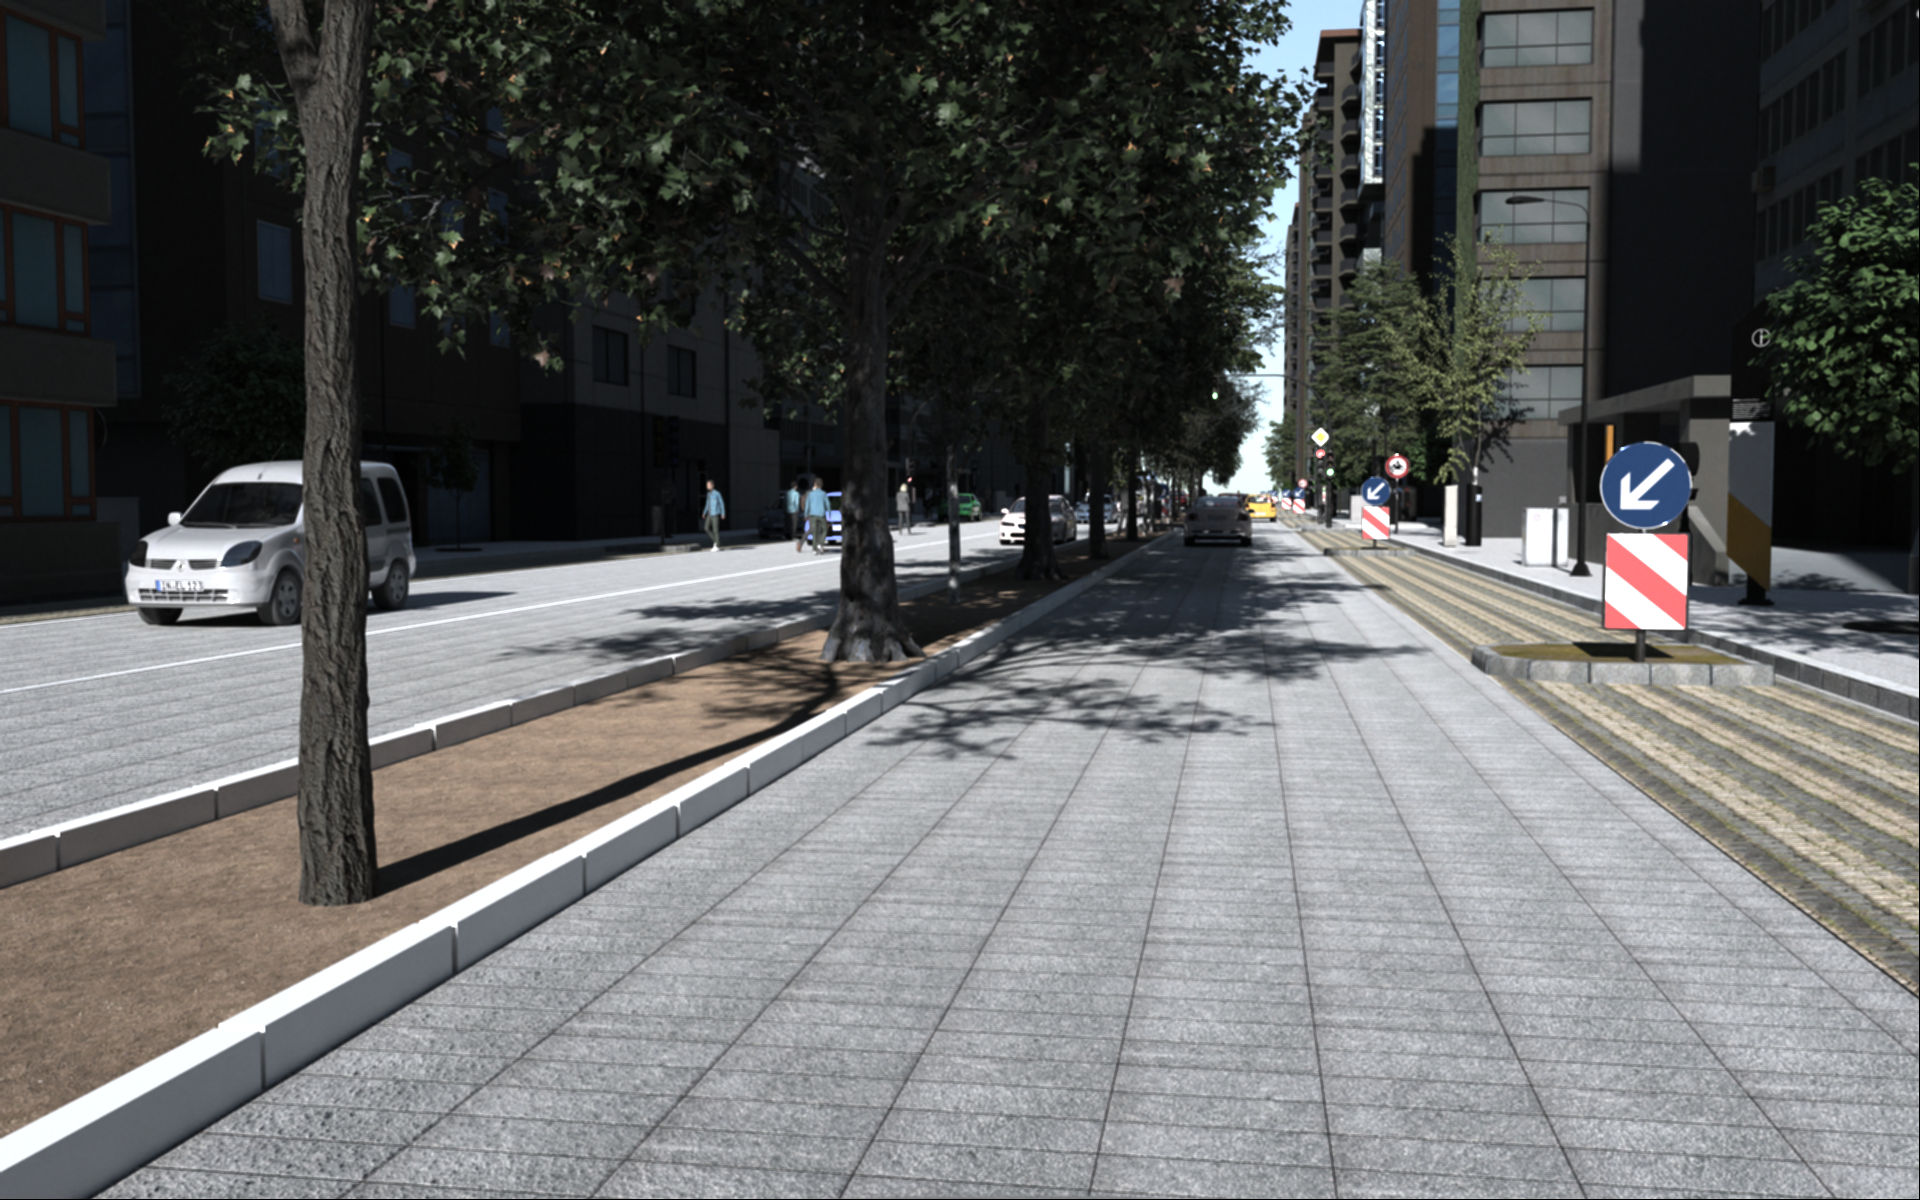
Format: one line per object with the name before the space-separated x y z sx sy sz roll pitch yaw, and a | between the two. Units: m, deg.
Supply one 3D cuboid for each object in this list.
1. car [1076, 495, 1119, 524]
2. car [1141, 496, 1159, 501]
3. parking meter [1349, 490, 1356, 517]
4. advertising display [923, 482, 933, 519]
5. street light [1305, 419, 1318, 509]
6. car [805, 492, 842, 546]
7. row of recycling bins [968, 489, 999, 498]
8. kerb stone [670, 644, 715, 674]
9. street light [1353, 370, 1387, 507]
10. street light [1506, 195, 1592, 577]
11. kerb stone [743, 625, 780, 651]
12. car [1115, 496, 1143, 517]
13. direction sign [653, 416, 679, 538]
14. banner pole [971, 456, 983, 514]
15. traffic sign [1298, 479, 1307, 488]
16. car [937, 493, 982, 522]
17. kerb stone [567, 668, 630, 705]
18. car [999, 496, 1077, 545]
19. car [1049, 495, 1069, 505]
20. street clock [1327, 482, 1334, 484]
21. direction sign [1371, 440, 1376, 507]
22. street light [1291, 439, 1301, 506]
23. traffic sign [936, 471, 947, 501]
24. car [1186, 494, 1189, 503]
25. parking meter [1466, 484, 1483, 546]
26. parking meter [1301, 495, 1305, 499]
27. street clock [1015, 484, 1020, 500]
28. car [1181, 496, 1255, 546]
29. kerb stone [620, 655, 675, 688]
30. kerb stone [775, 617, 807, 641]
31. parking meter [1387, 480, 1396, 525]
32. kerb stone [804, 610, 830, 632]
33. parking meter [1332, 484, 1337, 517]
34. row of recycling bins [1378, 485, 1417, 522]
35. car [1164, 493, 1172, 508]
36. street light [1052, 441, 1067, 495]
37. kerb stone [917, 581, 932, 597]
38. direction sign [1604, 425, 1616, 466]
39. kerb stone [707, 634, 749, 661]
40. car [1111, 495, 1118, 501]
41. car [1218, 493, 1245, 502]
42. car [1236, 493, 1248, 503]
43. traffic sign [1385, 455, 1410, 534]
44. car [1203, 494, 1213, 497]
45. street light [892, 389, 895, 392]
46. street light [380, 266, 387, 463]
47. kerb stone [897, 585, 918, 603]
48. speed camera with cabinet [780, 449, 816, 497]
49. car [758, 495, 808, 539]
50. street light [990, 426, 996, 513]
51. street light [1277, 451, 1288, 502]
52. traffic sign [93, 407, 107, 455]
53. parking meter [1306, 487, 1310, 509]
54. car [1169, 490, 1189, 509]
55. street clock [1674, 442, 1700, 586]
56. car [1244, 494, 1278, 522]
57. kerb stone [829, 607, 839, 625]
car | 6.723 -4.430 84.436 2.014 1.417 4.499 1 4 10
car | 14.411 -7.378 130.423 2.009 1.686 4.222 1 4 11
parking meter | 21.640 -5.326 95.493 0.372 1.533 0.369 0 3 0
advertising display | -1.690 -5.259 91.205 0.123 1.923 0.974 2 4 27
street light | 22.352 -8.274 107.816 1.470 5.913 1.316 1 4 9
car | -3.240 -2.424 49.230 1.945 1.707 3.694 1 4 9
row of recycling bins | 1.623 -7.909 136.424 3.534 1.692 1.069 -3 4 -36
kerb stone | -2.227 0.498 14.144 0.120 0.150 1.000 1 4 9
street light | 15.440 -5.661 65.103 1.470 5.913 1.316 1 4 9
street light | 9.188 -3.333 27.037 1.470 5.913 1.316 1 4 9
kerb stone | -1.899 0.369 16.168 0.120 0.150 1.000 1 4 9
car | 10.594 -5.947 109.594 2.083 1.381 4.827 1 4 11
direction sign | -8.532 -3.568 50.331 0.876 3.537 0.379 2 4 24
banner pole | 1.099 -7.589 114.098 0.863 3.779 0.401 1 4 23
traffic sign | 28.682 -8.859 144.957 0.768 2.556 0.104 1 4 17
car | -0.008 -4.904 88.984 1.959 1.807 4.718 1 4 9
kerb stone | -2.562 0.617 12.123 0.120 0.150 1.000 1 4 9
car | 2.303 -2.315 50.207 2.083 1.381 4.827 1 4 10
car | 5.386 -5.504 102.347 2.083 1.381 4.827 1 4 10
street clock | 21.535 -5.878 100.668 0.471 2.002 0.358 -3 5 -41
direction sign | 17.560 -4.988 73.548 0.379 3.537 0.876 1 4 23
street light | 28.772 -10.659 146.819 1.470 5.913 1.316 1 4 9
traffic sign | -0.949 -5.779 94.597 0.768 2.556 0.104 1 4 17
car | 24.267 -11.052 189.499 1.959 1.807 4.718 1 4 9
parking meter | 12.652 -2.093 42.638 0.372 1.533 0.369 0 3 0
parking meter | 27.711 -8.048 139.998 0.372 1.533 0.369 0 3 0
street clock | 4.198 -7.468 126.678 0.358 2.002 0.471 2 4 30
car | 7.292 -2.238 48.958 2.083 1.381 4.827 1 4 9
kerb stone | -2.401 0.554 13.133 0.120 0.150 1.000 1 4 9
kerb stone | -1.731 0.307 17.176 0.120 0.150 1.000 1 4 9
parking meter | 18.175 -4.111 72.924 0.399 1.863 0.255 -3 5 -40
kerb stone | -1.566 0.245 18.185 0.120 0.150 1.000 1 4 9
parking meter | 21.060 -5.622 97.636 0.255 1.863 0.399 -1 4 -15
row of recycling bins | 20.260 -4.479 80.351 1.069 1.692 3.534 2 4 34
car | 18.041 -8.742 152.524 1.945 1.707 3.694 1 4 9
street light | 8.659 -10.969 151.876 1.470 5.913 1.316 1 4 9
kerb stone | -0.570 -0.124 24.252 0.120 0.150 1.000 1 4 9
direction sign | 18.124 -3.451 48.416 0.876 3.537 0.379 1 4 13
kerb stone | -2.068 0.431 15.155 0.120 0.150 1.000 1 4 9
car | 17.313 -11.095 193.982 1.945 1.354 3.894 1 4 9
car | 16.658 -6.020 107.460 2.155 1.783 4.494 0 4 8
car | 19.389 -6.802 120.252 2.155 1.783 4.494 1 4 9
traffic sign | 14.120 -3.415 55.947 0.768 2.556 0.104 1 4 13
car | 43.470 -17.890 302.286 2.009 1.686 4.222 1 4 10
street light | -3.564 -6.372 76.724 1.470 5.913 1.316 1 4 9
street light | -10.626 -3.724 33.428 1.470 5.913 1.316 1 4 9
kerb stone | -0.744 -0.059 23.239 0.120 0.150 1.000 1 4 9
speed camera with cabinet | -7.408 -5.057 77.018 2.038 3.252 0.660 2 4 28
car | -5.255 -2.720 56.472 2.014 1.417 4.499 1 4 9
street light | 2.660 -8.713 115.004 1.470 5.913 1.316 1 4 9
street light | 34.898 -12.978 184.732 1.470 5.913 1.316 1 4 9
traffic sign | -12.403 -1.493 24.522 0.768 2.556 0.104 1 4 18
parking meter | 29.276 -8.561 145.682 0.255 1.863 0.399 2 4 34
car | 20.489 -9.467 163.452 2.281 1.827 5.304 1 4 9
street clock | 10.150 -1.203 24.247 0.358 2.002 0.471 0 4 8
car | 15.424 -4.843 89.411 2.015 1.641 3.980 0 4 8
kerb stone | -1.403 0.184 19.194 0.120 0.150 1.000 1 4 9
